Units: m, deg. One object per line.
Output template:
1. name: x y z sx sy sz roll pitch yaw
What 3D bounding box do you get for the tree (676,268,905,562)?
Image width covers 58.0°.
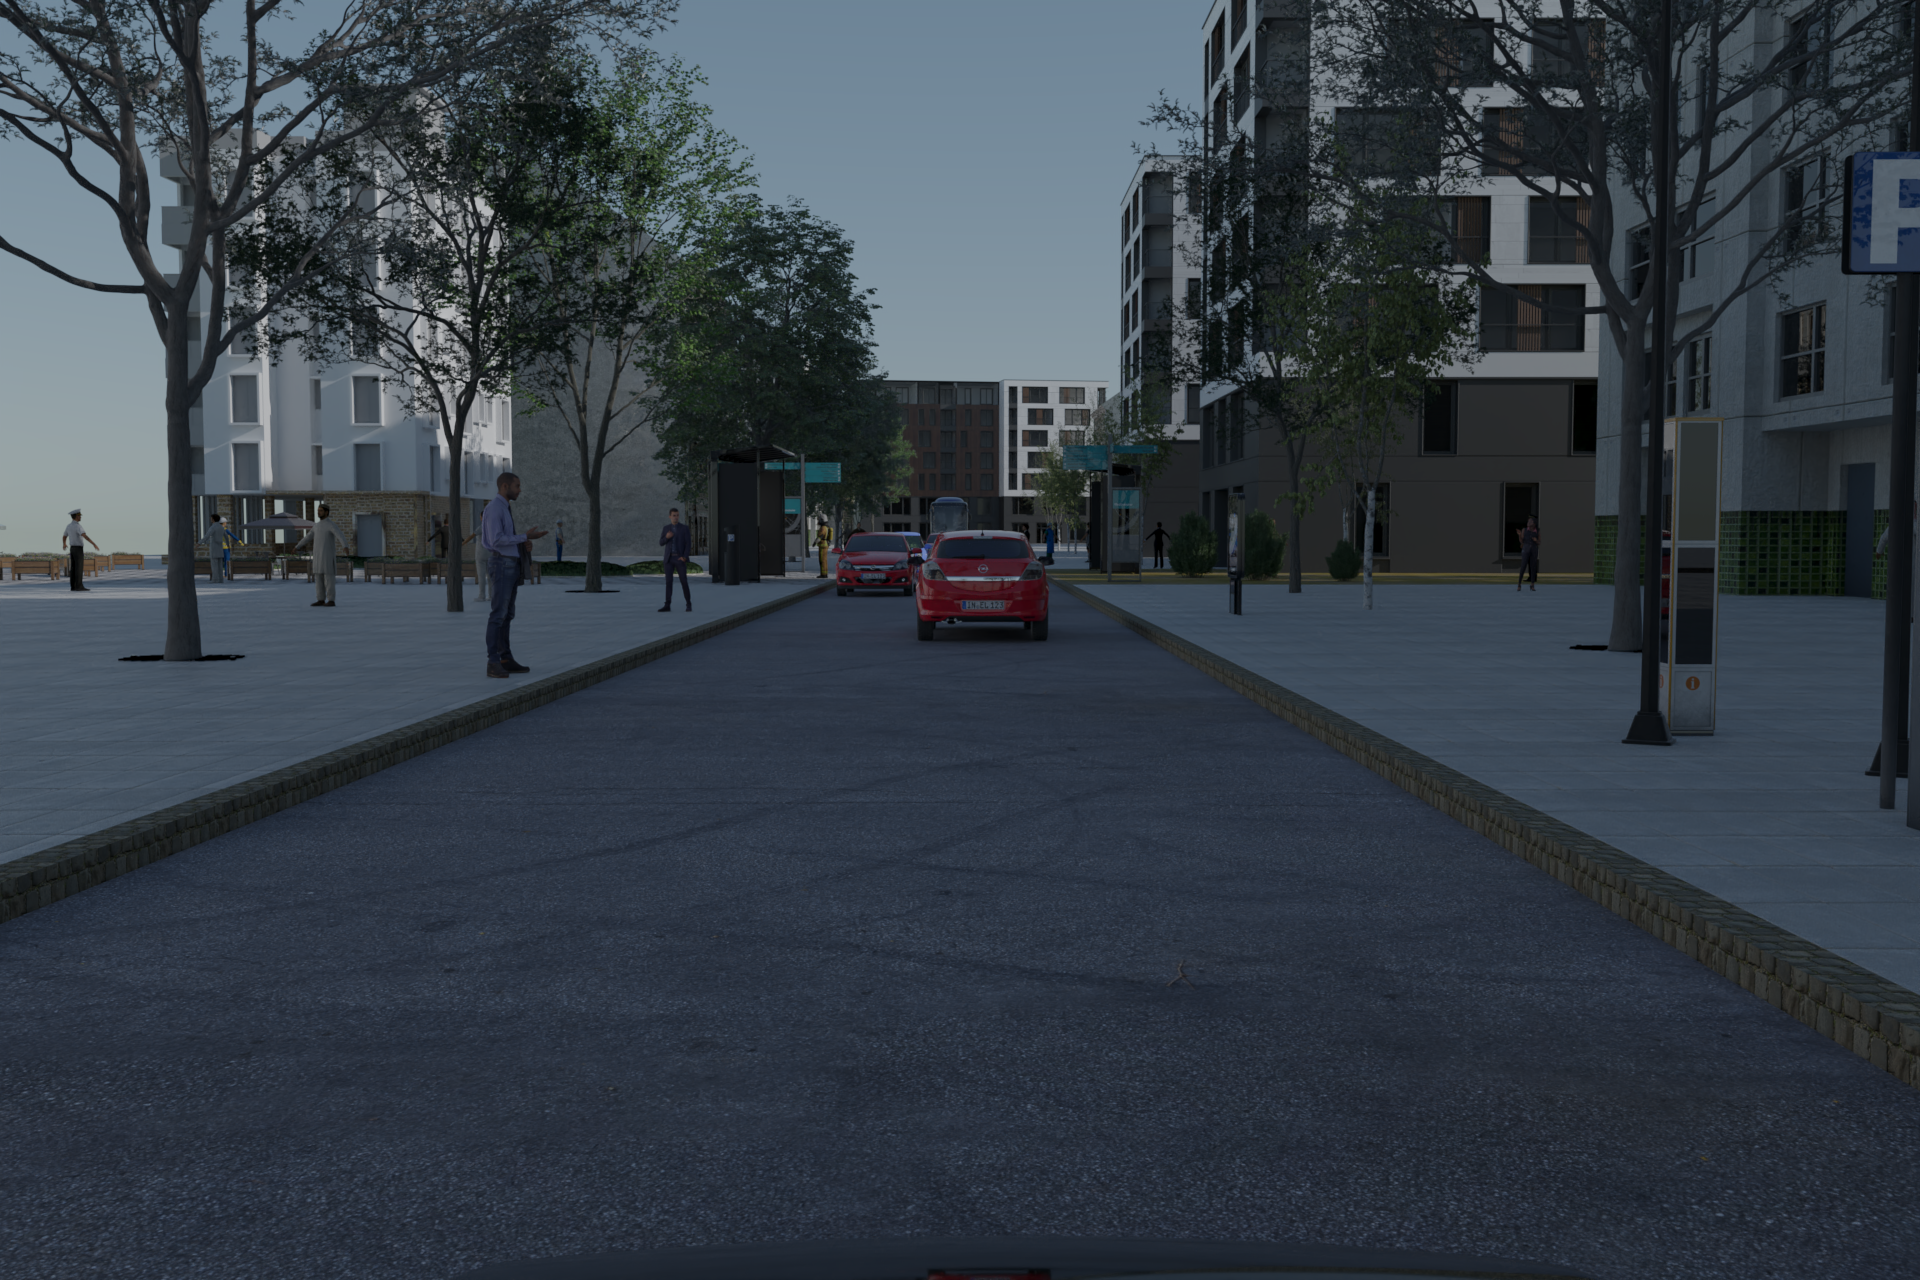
1. tree: -7.694 -10.312 78.979 12.009 13.543 11.850 0 3 0

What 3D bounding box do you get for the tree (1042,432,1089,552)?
1. tree: 7.877 -10.707 125.420 4.360 8.622 3.978 0 3 0

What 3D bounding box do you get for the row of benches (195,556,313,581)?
1. row of benches: -19.811 -1.992 48.039 4.104 0.672 1.422 -2 4 -31

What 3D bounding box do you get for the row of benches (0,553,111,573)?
1. row of benches: -30.456 -2.572 57.519 1.422 0.672 4.104 3 5 42

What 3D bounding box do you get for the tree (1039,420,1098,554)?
1. tree: 7.170 -9.795 110.509 4.737 8.622 4.395 0 3 0

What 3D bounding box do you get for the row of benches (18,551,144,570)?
1. row of benches: -31.184 -2.806 61.333 4.104 0.672 1.422 -3 4 -38

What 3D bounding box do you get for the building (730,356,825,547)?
1. building: -23.905 -19.546 186.036 16.747 18.905 31.486 0 4 0

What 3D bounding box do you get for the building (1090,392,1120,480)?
1. building: 26.259 -23.262 211.266 19.493 23.208 18.063 0 3 0

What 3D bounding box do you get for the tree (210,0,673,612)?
1. tree: -8.425 -5.724 27.993 8.767 10.594 7.601 1 4 8

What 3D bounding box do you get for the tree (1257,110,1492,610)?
1. tree: 6.980 -4.838 29.458 4.737 8.622 4.395 0 3 0

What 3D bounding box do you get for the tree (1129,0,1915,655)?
1. tree: 7.397 -6.625 18.687 12.009 13.543 11.850 0 3 0

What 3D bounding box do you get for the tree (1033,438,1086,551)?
1. tree: 7.566 -11.116 132.107 4.737 8.622 4.395 0 3 0

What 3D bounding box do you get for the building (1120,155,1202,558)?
1. building: 23.878 -16.271 110.008 27.936 21.610 32.646 0 3 0

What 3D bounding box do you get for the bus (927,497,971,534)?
1. bus: -0.707 -7.803 119.133 2.896 3.916 12.251 0 3 0

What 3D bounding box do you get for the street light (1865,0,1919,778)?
1. street light: 5.535 -2.233 9.048 1.470 5.913 1.316 0 4 1

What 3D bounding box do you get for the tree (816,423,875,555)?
1. tree: -7.353 -9.447 104.828 4.360 8.622 3.978 0 3 0

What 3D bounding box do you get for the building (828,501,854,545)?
1. building: -23.078 -23.475 214.736 19.493 23.208 18.063 0 4 1

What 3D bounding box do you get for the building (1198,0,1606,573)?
1. building: 23.691 -13.981 72.568 27.936 21.610 32.646 0 3 0

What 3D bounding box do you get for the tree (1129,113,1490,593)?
1. tree: 7.511 -6.319 37.720 8.767 10.594 7.601 2 4 32

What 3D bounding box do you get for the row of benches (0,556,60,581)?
1. row of benches: -27.014 -1.980 47.830 4.104 0.672 1.422 -1 4 -14

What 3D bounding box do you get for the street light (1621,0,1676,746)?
1. street light: 4.780 -2.319 10.462 1.470 5.913 1.316 0 4 0

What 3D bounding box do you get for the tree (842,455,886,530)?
1. tree: -7.505 -10.821 127.280 4.360 8.622 3.978 0 3 0

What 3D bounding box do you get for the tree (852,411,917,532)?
1. tree: -7.277 -13.404 144.907 9.928 11.665 9.643 0 3 0

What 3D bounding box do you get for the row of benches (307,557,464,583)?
1. row of benches: -15.247 -1.888 46.333 4.104 0.672 1.422 -1 4 -10

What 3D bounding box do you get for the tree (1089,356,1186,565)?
1. tree: 7.480 -7.430 71.851 4.737 8.622 4.395 0 3 0

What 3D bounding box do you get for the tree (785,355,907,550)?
1. tree: -8.306 -12.826 116.357 9.857 13.997 8.962 0 3 0

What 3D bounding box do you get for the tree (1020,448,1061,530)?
1. tree: 7.808 -12.069 147.694 4.360 8.622 3.978 0 3 0

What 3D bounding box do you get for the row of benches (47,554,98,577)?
1. row of benches: -27.196 -2.296 52.995 1.422 0.672 4.104 -3 4 -38

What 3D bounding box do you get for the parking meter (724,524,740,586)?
1. parking meter: -5.696 -2.134 43.294 0.372 1.533 0.369 0 3 0

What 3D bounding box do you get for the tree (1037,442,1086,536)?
1. tree: 7.970 -11.469 137.875 4.737 8.622 4.395 0 3 0

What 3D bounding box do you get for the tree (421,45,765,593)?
1. tree: -8.001 -6.834 37.494 9.928 11.665 9.643 0 3 0

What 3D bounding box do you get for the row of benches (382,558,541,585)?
1. row of benches: -12.674 -1.766 44.330 4.104 0.672 1.422 0 4 4

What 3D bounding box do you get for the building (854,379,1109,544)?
1. building: 1.262 -24.090 240.310 32.646 21.610 27.936 -1 4 -10

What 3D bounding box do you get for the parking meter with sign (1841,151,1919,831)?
1. parking meter with sign: 4.326 -0.668 7.183 0.543 3.016 1.738 0 4 1

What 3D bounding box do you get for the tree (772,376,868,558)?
1. tree: -8.604 -9.740 93.659 7.601 10.594 8.767 -1 4 -11

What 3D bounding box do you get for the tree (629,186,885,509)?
1. tree: -7.399 -9.665 64.672 9.857 13.997 8.962 0 3 0

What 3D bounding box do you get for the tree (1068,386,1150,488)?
1. tree: 7.128 -8.321 86.410 4.360 8.622 3.978 0 3 0

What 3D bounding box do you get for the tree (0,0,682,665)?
1. tree: -7.903 -6.544 17.372 12.009 13.543 11.850 0 3 0

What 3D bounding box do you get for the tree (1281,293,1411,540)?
1. tree: 11.749 -6.236 52.314 4.360 8.622 3.978 0 3 0
